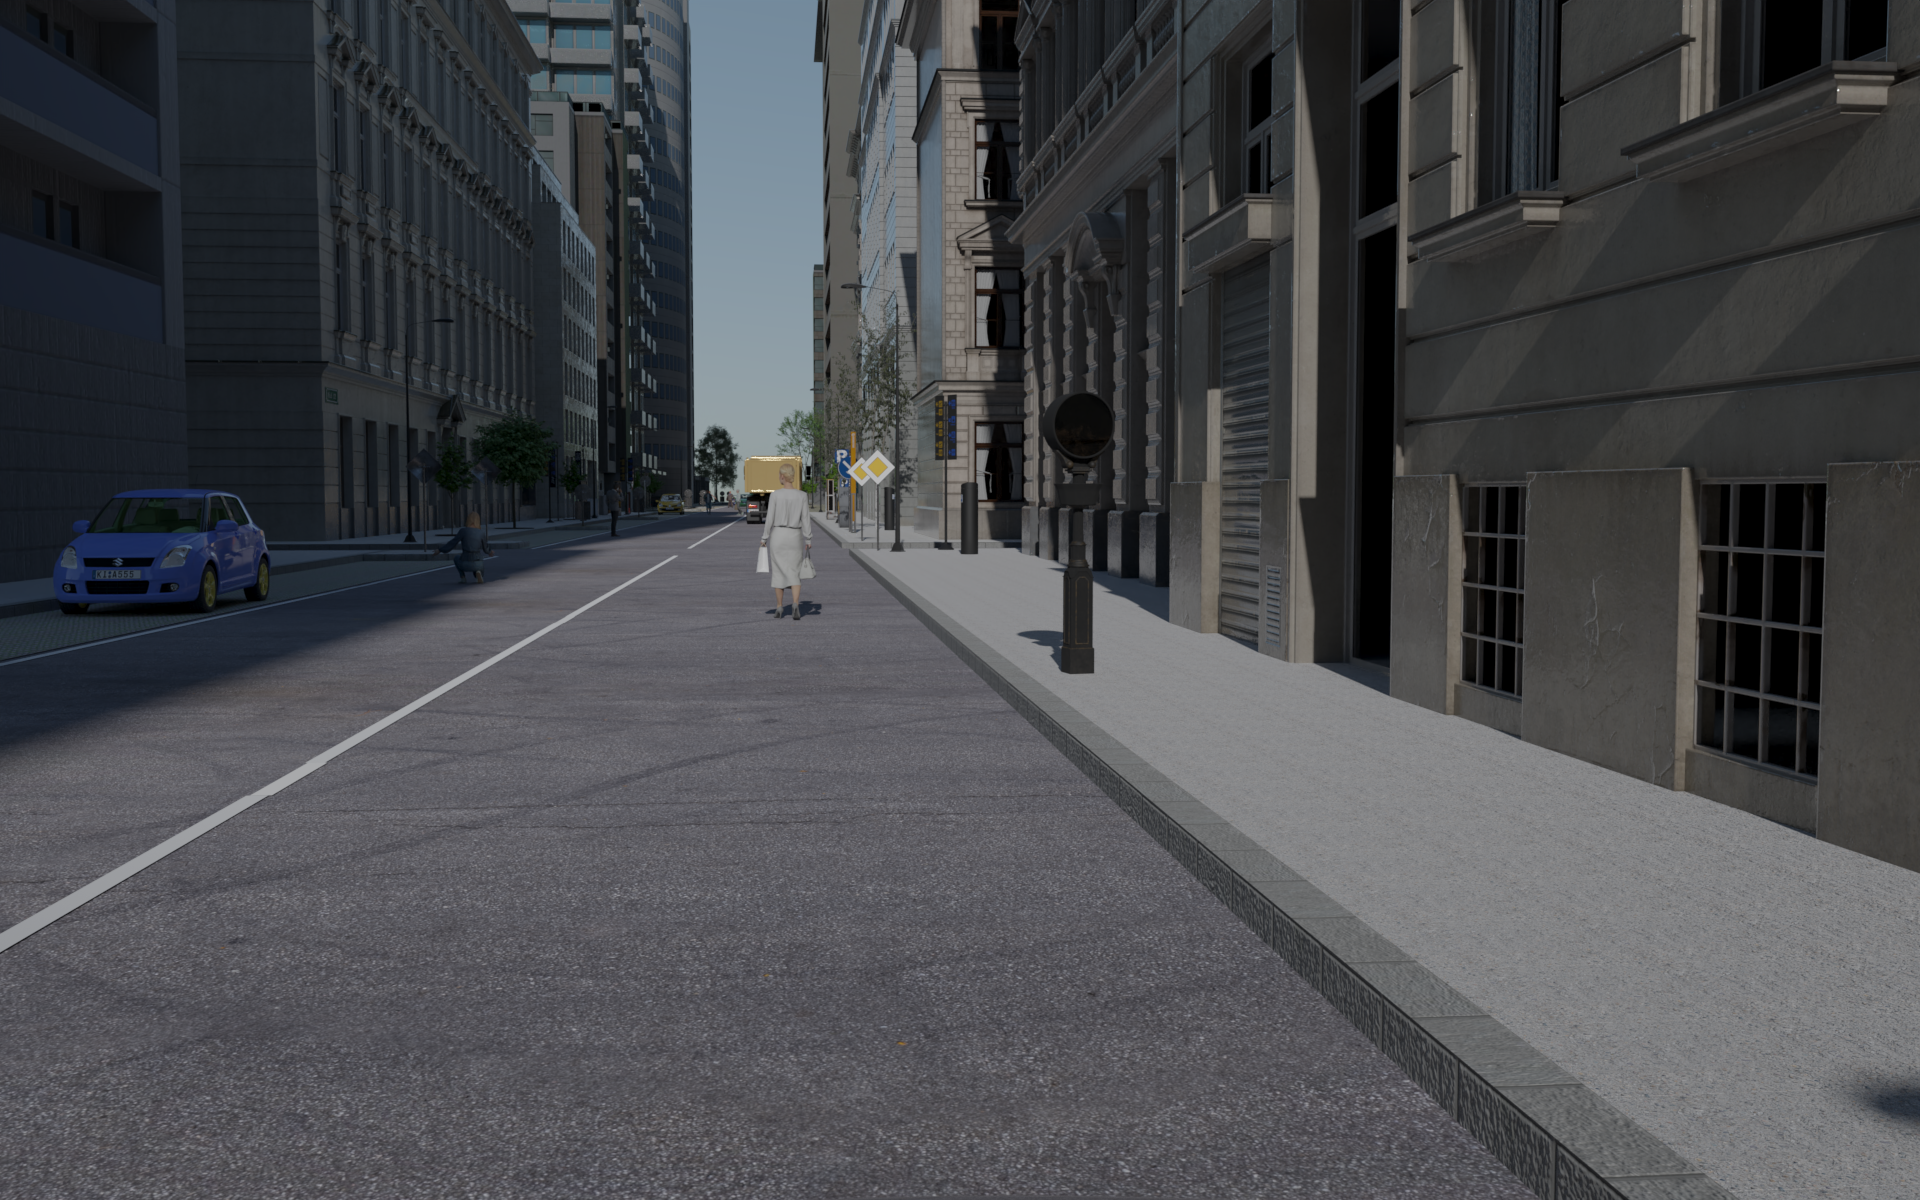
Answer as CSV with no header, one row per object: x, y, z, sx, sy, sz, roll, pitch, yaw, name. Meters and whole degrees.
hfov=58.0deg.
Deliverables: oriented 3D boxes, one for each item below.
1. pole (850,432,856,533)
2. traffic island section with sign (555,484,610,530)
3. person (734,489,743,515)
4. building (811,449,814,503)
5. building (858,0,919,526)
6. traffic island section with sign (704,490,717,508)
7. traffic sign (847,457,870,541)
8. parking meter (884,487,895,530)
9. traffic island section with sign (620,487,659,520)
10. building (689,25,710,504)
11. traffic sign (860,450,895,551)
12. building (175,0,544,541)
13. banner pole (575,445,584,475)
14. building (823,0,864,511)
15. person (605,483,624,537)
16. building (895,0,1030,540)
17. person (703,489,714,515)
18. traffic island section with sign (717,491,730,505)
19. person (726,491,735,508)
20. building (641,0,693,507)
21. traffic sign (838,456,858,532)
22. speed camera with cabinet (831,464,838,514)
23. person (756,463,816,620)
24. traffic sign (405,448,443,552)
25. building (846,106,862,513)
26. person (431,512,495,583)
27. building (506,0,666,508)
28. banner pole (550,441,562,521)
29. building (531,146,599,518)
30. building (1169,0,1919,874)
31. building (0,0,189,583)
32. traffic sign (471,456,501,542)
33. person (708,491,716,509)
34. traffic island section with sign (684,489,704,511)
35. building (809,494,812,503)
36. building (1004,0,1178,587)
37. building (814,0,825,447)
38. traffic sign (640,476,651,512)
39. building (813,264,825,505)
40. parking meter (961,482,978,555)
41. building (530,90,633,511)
-3.507,-3.854,56.848,0.158,3.312,0.155,0,3,0,pole
-14.949,-3.676,68.737,1.989,1.847,2.006,0,4,-6,traffic island section with sign
-15.016,-6.641,117.570,0.515,1.767,0.782,-1,4,-18,person
-9.367,-56.735,240.293,22.319,86.520,31.000,0,4,-6,building
1.333,-18.690,83.082,11.434,29.767,29.804,0,4,-6,building
-25.523,-10.026,172.552,1.989,1.847,2.006,0,4,-6,traffic island section with sign
-2.671,-2.659,47.118,0.795,2.450,0.064,0,4,-6,traffic sign
-2.492,-3.231,61.245,0.372,1.533,0.369,0,3,0,parking meter
-17.679,-5.317,95.554,1.989,1.847,2.006,0,4,-6,traffic island section with sign
-48.030,-50.109,257.531,20.563,71.187,20.611,0,4,-6,building
-1.861,-2.173,39.174,0.795,2.450,0.064,0,4,-6,traffic sign
-27.240,-17.750,66.628,17.030,29.872,44.131,0,4,-6,building
-19.292,-5.994,88.021,0.863,3.779,0.401,3,4,36,banner pole
-0.365,-31.794,143.531,21.300,48.544,21.600,0,4,-6,building
-11.653,-3.044,58.450,0.473,1.802,0.592,-3,5,-39,person
7.954,-11.561,53.648,19.286,19.102,10.561,0,4,-6,building
-17.221,-6.700,118.387,0.623,1.781,0.721,-2,4,-32,person
-31.071,-13.353,226.944,1.989,1.847,2.006,0,4,-6,traffic island section with sign
-23.905,-10.476,180.336,0.990,1.755,0.434,1,4,13,person
-39.033,-38.916,178.280,21.231,58.520,28.212,0,4,-6,building
-3.712,-3.560,58.311,0.768,2.556,0.104,0,4,-1,traffic sign
-8.318,-7.270,113.201,0.660,3.252,2.038,0,4,6,speed camera with cabinet
-1.999,-0.667,19.758,0.694,1.780,0.624,0,4,1,person
-11.806,-2.113,38.185,0.795,2.450,0.064,0,4,-6,traffic sign
0.077,-19.752,110.329,14.401,28.519,23.554,0,4,-6,building
-7.980,-0.849,27.879,1.012,1.151,0.738,-1,4,-21,person
-38.114,-32.378,148.983,23.786,49.044,30.456,0,4,-6,building
-19.209,-5.633,82.121,0.863,3.779,0.401,3,5,42,banner pole
-26.818,-14.902,98.403,10.420,20.320,16.860,0,4,-6,building
10.748,-10.388,3.128,16.112,22.955,30.059,0,4,-6,building
-28.052,-29.551,25.153,28.212,58.520,21.231,0,4,-6,building
-12.616,-2.599,46.129,0.795,2.450,0.064,0,4,-6,traffic sign
-23.259,-9.285,161.018,1.217,1.736,0.721,-1,4,-11,person
-22.798,-8.386,145.735,1.989,1.847,2.006,0,4,-6,traffic island section with sign
-7.807,-35.325,269.451,32.217,40.220,23.993,0,4,-6,building
7.027,-12.167,27.816,11.050,23.489,19.941,0,4,-6,building
-0.746,-36.350,183.563,28.713,52.752,27.495,0,4,-6,building
-21.901,-7.365,120.520,0.768,2.556,0.104,0,4,1,traffic sign
-11.519,-27.347,218.825,14.160,30.474,14.107,0,4,-6,building
0.203,-1.741,36.883,0.372,1.533,0.369,0,3,0,parking meter
-31.981,-21.756,127.419,14.160,30.474,14.107,0,4,-6,building
